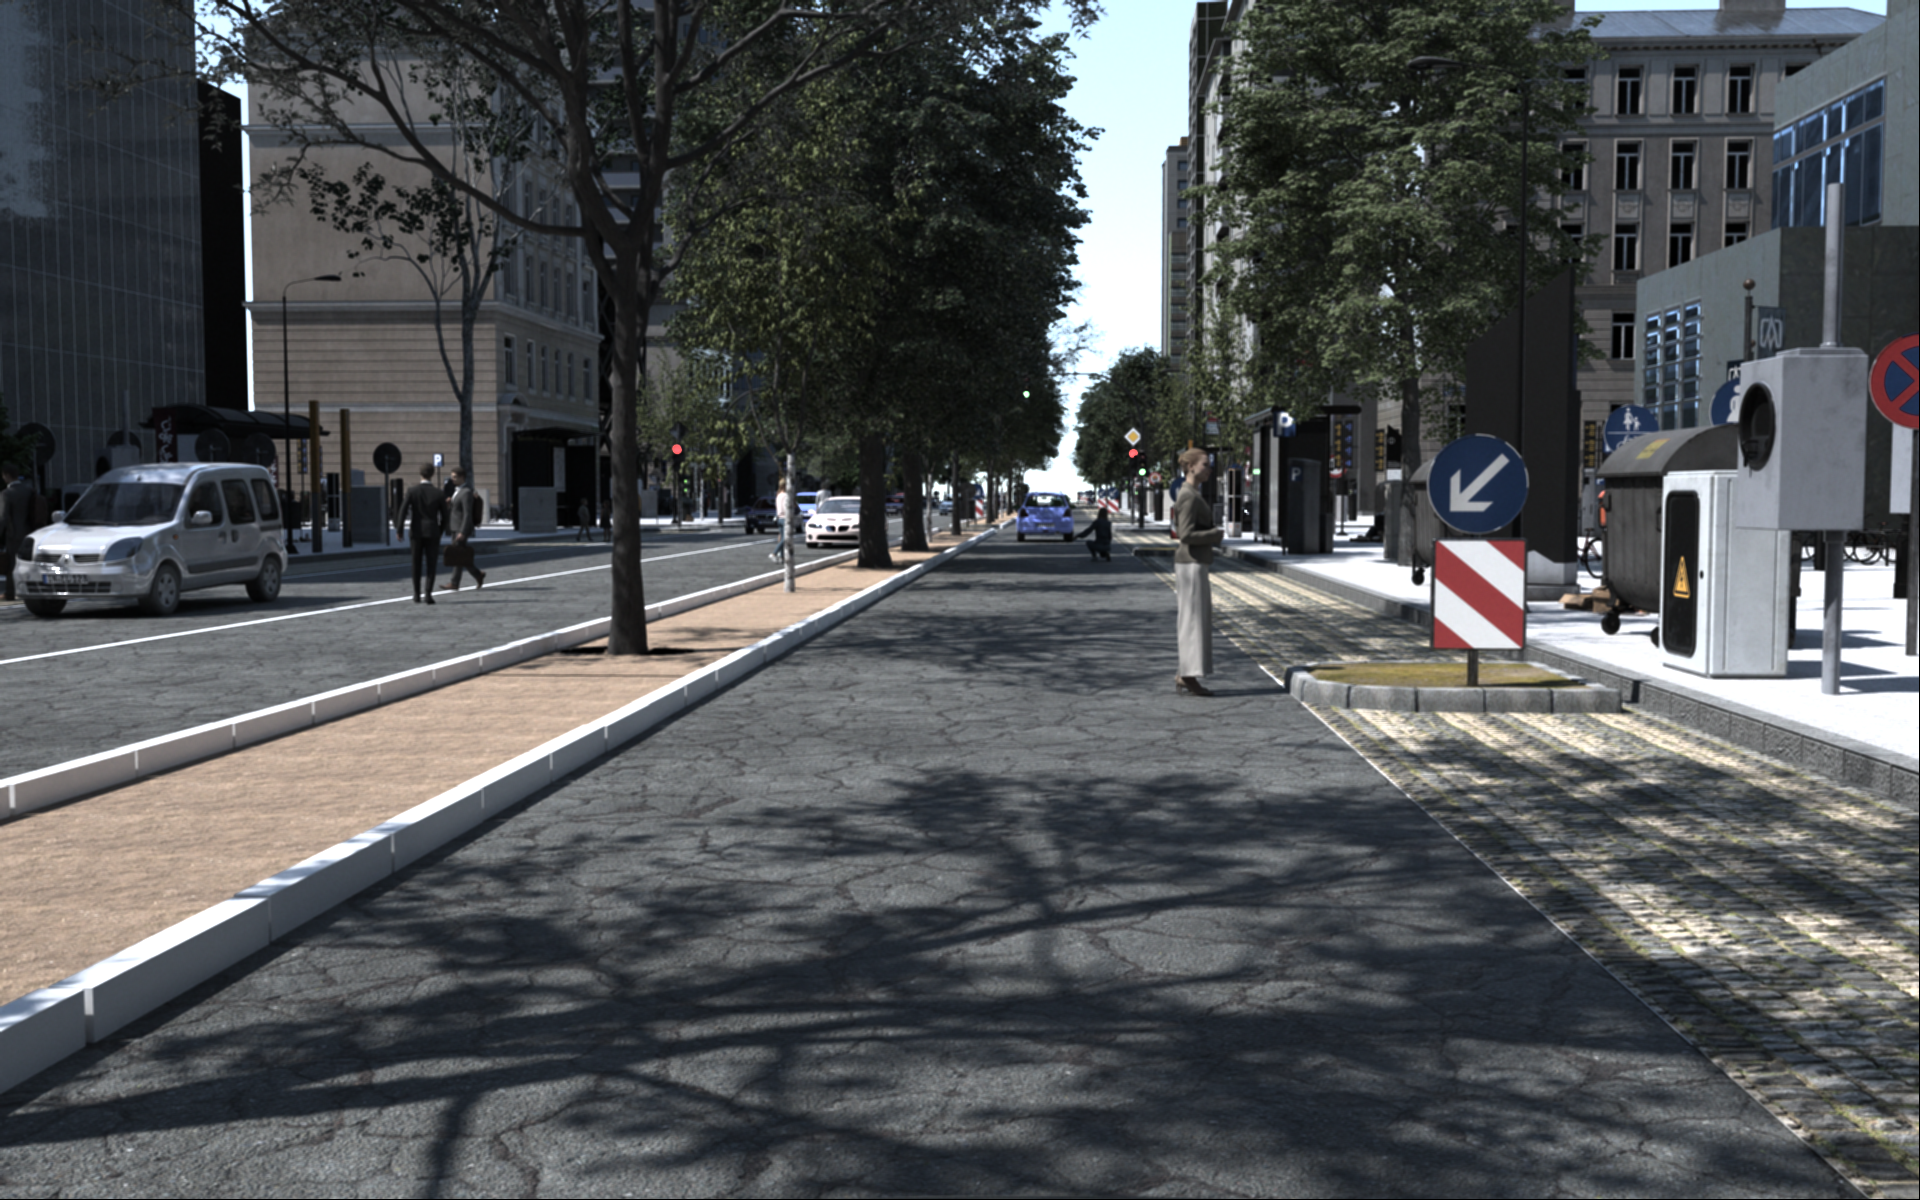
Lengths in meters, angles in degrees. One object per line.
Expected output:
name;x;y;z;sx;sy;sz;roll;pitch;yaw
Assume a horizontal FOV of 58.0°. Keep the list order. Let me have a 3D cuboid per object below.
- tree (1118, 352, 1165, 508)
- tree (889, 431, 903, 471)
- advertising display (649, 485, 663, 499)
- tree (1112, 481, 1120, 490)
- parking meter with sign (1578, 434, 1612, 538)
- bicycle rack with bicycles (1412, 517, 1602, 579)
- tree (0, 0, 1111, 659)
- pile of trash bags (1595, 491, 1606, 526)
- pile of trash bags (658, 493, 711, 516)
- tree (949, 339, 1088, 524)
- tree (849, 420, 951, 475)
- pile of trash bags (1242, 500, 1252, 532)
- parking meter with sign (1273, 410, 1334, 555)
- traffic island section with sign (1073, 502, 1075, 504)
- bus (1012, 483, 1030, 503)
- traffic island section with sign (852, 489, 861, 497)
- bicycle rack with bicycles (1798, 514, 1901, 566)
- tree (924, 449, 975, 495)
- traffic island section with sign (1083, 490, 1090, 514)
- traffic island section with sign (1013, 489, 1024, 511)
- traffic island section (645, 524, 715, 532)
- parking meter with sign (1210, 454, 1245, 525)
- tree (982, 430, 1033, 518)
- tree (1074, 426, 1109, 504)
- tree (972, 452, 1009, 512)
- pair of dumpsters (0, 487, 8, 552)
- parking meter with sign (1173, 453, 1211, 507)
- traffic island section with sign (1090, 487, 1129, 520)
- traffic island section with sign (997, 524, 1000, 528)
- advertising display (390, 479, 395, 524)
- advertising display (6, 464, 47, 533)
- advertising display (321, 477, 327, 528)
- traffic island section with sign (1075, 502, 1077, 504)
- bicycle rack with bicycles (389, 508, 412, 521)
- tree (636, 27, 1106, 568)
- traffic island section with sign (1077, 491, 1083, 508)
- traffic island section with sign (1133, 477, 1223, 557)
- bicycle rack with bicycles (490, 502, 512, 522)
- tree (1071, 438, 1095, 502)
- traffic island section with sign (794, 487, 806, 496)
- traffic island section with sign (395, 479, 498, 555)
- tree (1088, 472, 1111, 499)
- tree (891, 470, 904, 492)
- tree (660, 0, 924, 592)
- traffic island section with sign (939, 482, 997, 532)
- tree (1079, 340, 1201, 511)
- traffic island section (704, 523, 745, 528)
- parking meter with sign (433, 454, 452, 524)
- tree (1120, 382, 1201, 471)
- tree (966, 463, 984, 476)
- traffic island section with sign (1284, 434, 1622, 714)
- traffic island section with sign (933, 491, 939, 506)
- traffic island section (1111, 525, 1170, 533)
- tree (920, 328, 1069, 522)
tree;14.595;-15.179;154.827;9.857;13.997;8.962;0;3;0
tree;-4.557;-18.439;219.600;7.486;12.596;7.792;0;3;0
advertising display;-21.887;-7.301;124.589;0.974;1.923;0.123;-1;4;-14
tree;15.471;-10.406;164.741;1.663;3.219;1.824;0;3;0
parking meter with sign;18.676;-3.345;50.957;0.543;3.016;1.738;-1;4;-10
bicycle rack with bicycles;8.383;-0.839;27.099;2.852;0.926;2.925;-1;4;-12
tree;-3.001;-6.265;15.264;12.009;13.543;11.850;0;3;0
pile of trash bags;15.201;-2.127;44.527;3.447;1.369;1.912;1;4;12
pile of trash bags;-16.712;-5.781;104.270;3.447;1.369;1.912;-1;4;-11
tree;1.286;-8.731;79.617;8.767;10.594;7.601;0;4;3
tree;-7.274;-14.473;162.390;9.928;11.665;9.643;0;3;0
pile of trash bags;10.652;-3.029;59.270;1.912;1.369;3.447;2;4;28
parking meter with sign;7.364;-2.486;36.913;0.543;3.016;1.738;3;5;42
traffic island section with sign;17.769;-15.027;254.321;1.989;1.847;2.006;0;4;3
bus;10.489;-18.375;295.288;2.948;3.499;13.247;0;4;4
traffic island section with sign;-7.335;-7.018;123.364;1.989;1.847;2.006;0;4;3
bicycle rack with bicycles;16.679;-1.147;32.133;2.852;0.926;2.925;-2;4;-34
tree;-1.752;-21.420;267.226;9.611;12.733;9.660;0;3;0
traffic island section with sign;9.938;-6.985;122.836;1.989;1.847;2.006;0;4;3
traffic island section with sign;5.157;-8.561;148.107;2.006;1.907;1.989;0;4;3
traffic island section;-10.728;-2.682;66.123;2.009;0.180;2.903;0;4;3
parking meter with sign;11.416;-4.624;71.859;1.738;3.016;0.543;0;4;1
tree;2.504;-9.175;102.838;4.360;8.622;3.978;0;3;0
tree;19.499;-19.824;242.254;7.486;12.596;7.792;0;3;0
tree;-0.923;-5.983;50.643;4.737;8.622;4.395;0;3;0
pair of dumpsters;-17.928;-1.634;29.212;1.574;2.255;4.437;0;4;3
parking meter with sign;10.075;-4.814;74.971;1.738;3.016;0.543;2;4;32
traffic island section with sign;8.330;-5.327;95.720;1.989;1.847;2.006;0;4;3
traffic island section with sign;0.702;-3.973;73.100;2.006;1.907;1.989;0;4;3
advertising display;-24.473;-4.287;75.305;0.123;1.923;0.974;0;4;8
advertising display;-17.363;-1.635;31.947;0.974;1.923;0.123;0;4;2
advertising display;-24.253;-3.702;65.747;0.123;1.923;0.974;1;4;19
traffic island section with sign;14.496;-11.663;199.319;1.989;1.847;2.006;0;4;3
bicycle rack with bicycles;-27.766;-4.280;83.360;2.925;0.926;2.852;-3;4;-36
tree;-1.657;-7.588;33.173;9.857;13.997;8.962;0;3;0
traffic island section with sign;12.895;-10.016;172.385;1.989;1.847;2.006;0;4;3
traffic island section with sign;5.049;-1.939;40.330;1.989;1.847;2.006;0;4;3
bicycle rack with bicycles;-21.877;-4.019;79.085;2.925;0.926;2.852;-1;4;-13
tree;21.447;-21.332;274.534;9.928;11.665;9.643;0;3;0
traffic island section with sign;-8.936;-5.372;96.456;1.989;1.847;2.006;0;4;3
traffic island section with sign;-12.198;-2.008;41.467;1.989;1.847;2.006;0;4;3
tree;17.740;-16.609;205.966;7.601;10.594;8.767;2;4;24
tree;-5.918;-12.640;190.377;4.285;4.588;4.351;0;3;0
tree;-2.499;-4.422;25.117;4.737;8.622;4.395;0;3;0
traffic island section with sign;0.252;-3.521;65.707;2.006;1.907;1.989;0;4;3
tree;13.625;-12.960;128.900;9.611;12.733;9.660;0;3;0
traffic island section;-10.253;-3.169;74.094;2.009;0.180;2.903;0;4;3
parking meter with sign;-22.152;-4.865;75.796;0.543;3.016;1.738;2;4;32
tree;12.659;-9.900;112.226;4.360;8.622;3.978;0;3;0
tree;0.807;-22.865;299.594;9.928;11.665;9.643;0;3;0
traffic island section with sign;3.356;-0.219;12.215;1.989;1.847;2.006;0;4;3
traffic island section with sign;-2.713;-11.759;200.887;1.989;1.847;2.006;0;4;3
traffic island section;6.832;-2.618;65.077;2.009;0.180;2.903;0;4;3
tree;1.613;-10.189;87.179;7.486;12.596;7.792;0;3;0
